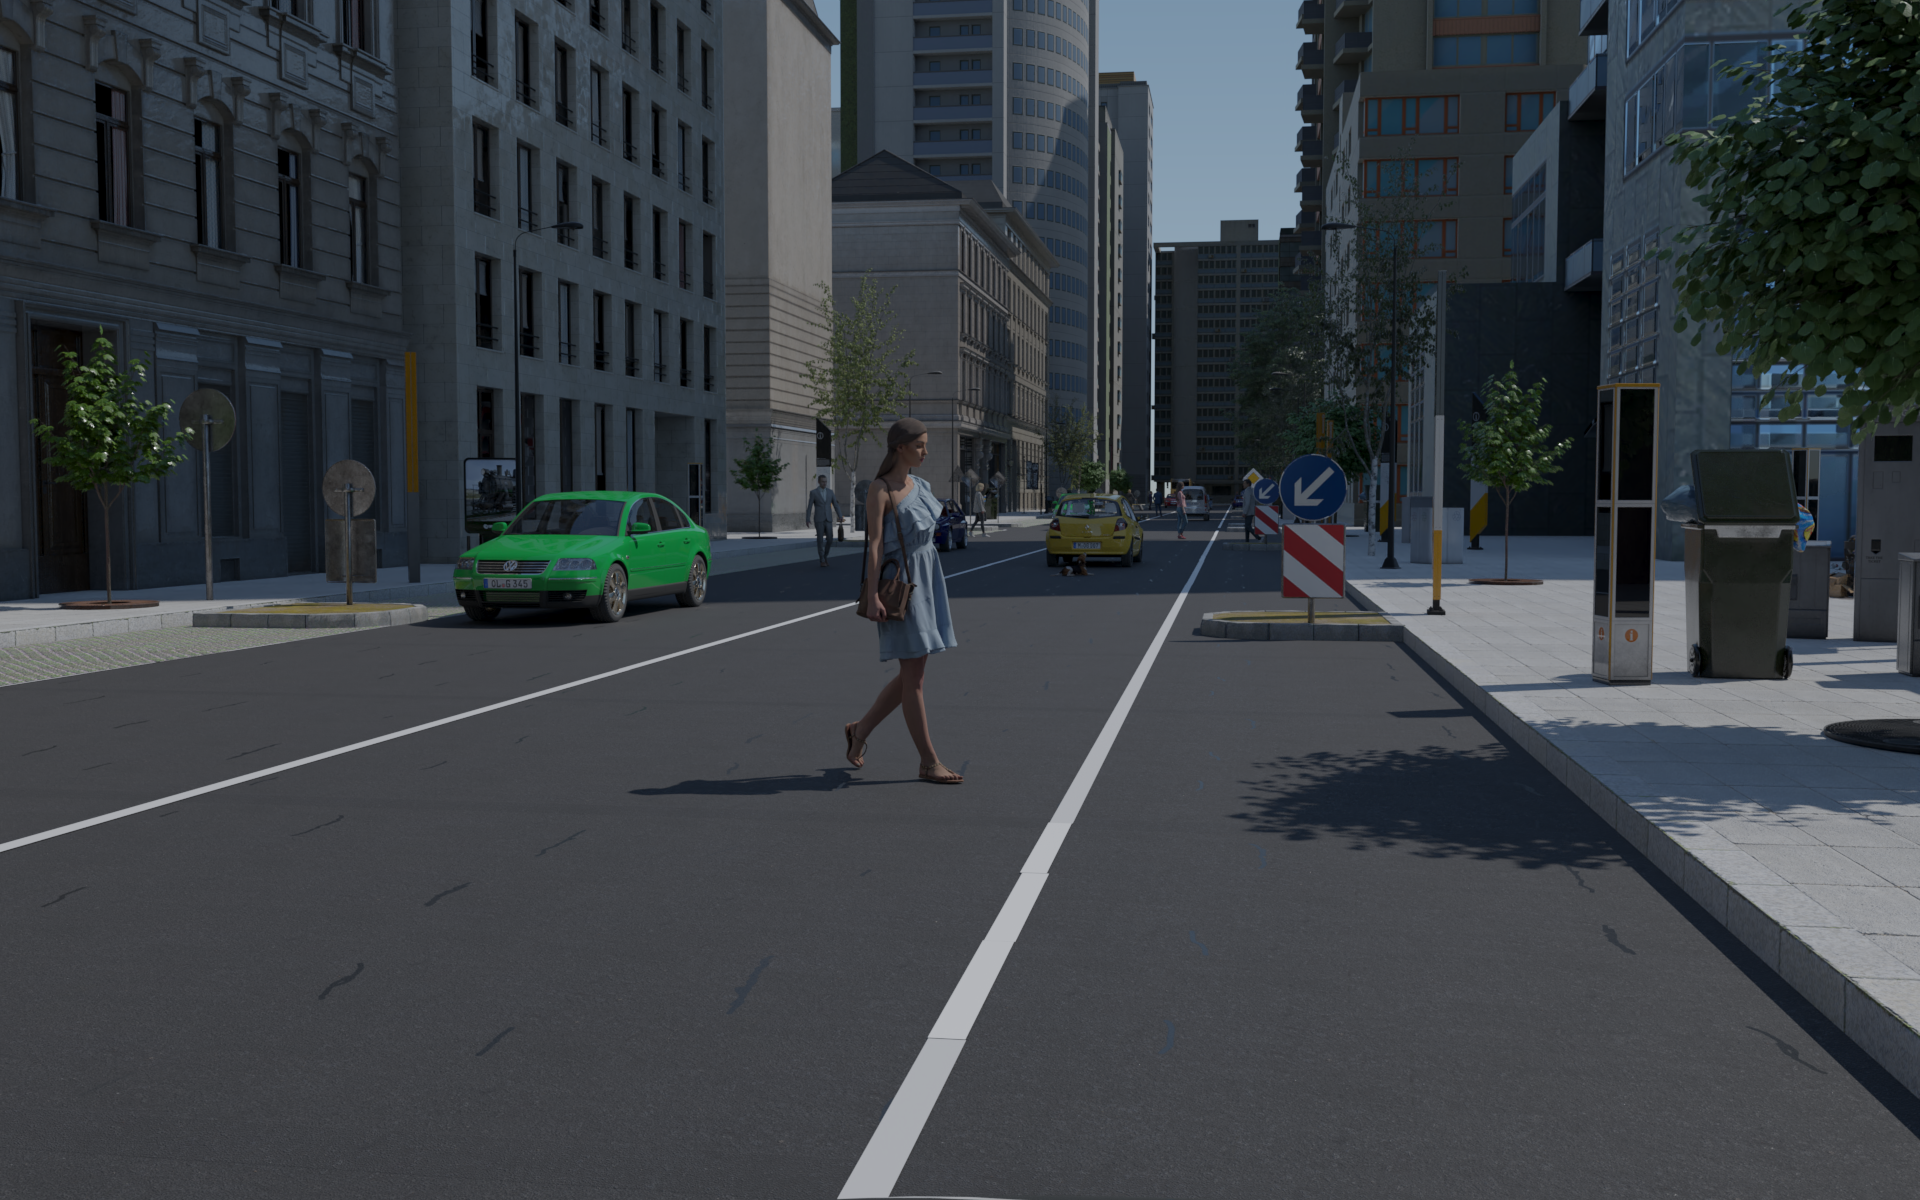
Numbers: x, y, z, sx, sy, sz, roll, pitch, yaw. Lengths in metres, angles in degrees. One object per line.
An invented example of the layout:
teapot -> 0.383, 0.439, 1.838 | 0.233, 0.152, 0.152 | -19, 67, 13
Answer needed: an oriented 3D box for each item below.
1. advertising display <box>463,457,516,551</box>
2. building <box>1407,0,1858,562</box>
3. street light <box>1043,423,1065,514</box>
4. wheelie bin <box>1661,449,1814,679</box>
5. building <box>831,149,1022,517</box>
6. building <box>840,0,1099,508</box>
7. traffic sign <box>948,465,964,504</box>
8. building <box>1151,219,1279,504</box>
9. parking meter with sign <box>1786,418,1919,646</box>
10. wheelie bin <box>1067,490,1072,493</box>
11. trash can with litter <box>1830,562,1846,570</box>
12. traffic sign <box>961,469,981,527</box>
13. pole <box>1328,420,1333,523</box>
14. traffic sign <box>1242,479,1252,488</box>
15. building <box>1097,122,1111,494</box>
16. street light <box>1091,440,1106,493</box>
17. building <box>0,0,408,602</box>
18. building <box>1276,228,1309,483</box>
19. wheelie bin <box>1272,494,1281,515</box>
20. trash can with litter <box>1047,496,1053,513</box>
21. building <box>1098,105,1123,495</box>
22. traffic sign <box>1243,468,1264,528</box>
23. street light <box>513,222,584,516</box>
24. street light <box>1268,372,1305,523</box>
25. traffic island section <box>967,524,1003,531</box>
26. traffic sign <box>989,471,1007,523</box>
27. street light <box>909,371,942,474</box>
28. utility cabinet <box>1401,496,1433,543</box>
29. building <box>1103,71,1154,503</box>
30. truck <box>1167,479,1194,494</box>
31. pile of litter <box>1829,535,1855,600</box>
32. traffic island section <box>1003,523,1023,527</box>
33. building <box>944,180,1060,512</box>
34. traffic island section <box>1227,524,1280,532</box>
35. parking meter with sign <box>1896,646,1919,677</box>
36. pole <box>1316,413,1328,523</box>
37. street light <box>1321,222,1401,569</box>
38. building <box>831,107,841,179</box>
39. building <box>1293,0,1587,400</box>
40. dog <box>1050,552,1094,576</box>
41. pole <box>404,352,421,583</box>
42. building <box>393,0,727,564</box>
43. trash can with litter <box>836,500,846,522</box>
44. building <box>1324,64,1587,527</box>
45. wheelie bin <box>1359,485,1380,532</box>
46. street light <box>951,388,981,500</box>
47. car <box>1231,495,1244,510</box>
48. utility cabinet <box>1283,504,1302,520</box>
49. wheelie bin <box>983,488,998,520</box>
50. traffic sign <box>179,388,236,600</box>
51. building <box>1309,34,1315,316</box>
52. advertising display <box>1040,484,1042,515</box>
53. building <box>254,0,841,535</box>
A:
advertising display -> -8.261, -1.554, 30.625 | 0.974, 1.923, 0.123 | -1, 4, -17
building -> 25.022, -44.738, 44.131 | 22.319, 86.520, 31.000 | 1, 4, 9
street light -> 6.159, -8.575, 112.747 | 1.470, 5.913, 1.316 | 1, 4, 9
wheelie bin -> 5.451, -0.264, 12.224 | 0.980, 1.594, 0.693 | 1, 4, 11
building -> -4.221, -15.163, 98.821 | 10.553, 20.767, 40.483 | 1, 4, 9
building -> 1.574, -38.130, 165.424 | 21.231, 58.520, 28.212 | 1, 4, 9
traffic sign -> -0.102, -4.737, 77.452 | 0.884, 2.594, 0.081 | 1, 4, 14
building -> 39.779, -34.022, 248.141 | 23.993, 40.220, 32.217 | 1, 4, 9
parking meter with sign -> 8.164, -1.149, 15.050 | 1.738, 3.016, 0.543 | 2, 4, 26
wheelie bin -> 7.929, -7.261, 126.630 | 0.693, 1.594, 0.980 | 1, 4, 20
trash can with litter -> 15.609, -1.152, 29.889 | 2.233, 1.210, 1.678 | -2, 4, -32
traffic sign -> 0.414, -3.938, 68.025 | 0.795, 2.450, 0.064 | 1, 4, 9
pole -> 10.229, -3.309, 47.951 | 0.158, 3.312, 0.155 | 0, 3, 0
traffic sign -> 12.480, -4.313, 74.167 | 0.795, 2.450, 0.064 | 1, 4, 9
building -> 8.613, -30.741, 186.213 | 14.154, 41.232, 14.086 | 1, 4, 9
street light -> 11.831, -10.773, 148.681 | 1.470, 5.913, 1.316 | 1, 4, 9
building -> -15.805, -10.587, 22.243 | 9.793, 20.994, 18.267 | 1, 4, 9
building -> 41.563, -25.477, 188.243 | 14.160, 30.474, 14.107 | 1, 4, 9
wheelie bin -> 19.877, -6.160, 108.626 | 0.693, 1.594, 0.980 | 1, 4, 22
trash can with litter -> 6.242, -6.627, 119.735 | 0.624, 1.170, 1.055 | -1, 4, -16
building -> 8.900, -36.139, 214.579 | 21.600, 48.544, 21.300 | 1, 4, 9
traffic sign -> 11.218, -3.831, 66.282 | 0.795, 2.450, 0.064 | 1, 4, 9
street light -> -7.105, -3.500, 29.768 | 1.470, 5.913, 1.316 | 1, 4, 9
street light -> 12.557, -5.717, 66.020 | 1.470, 5.913, 1.316 | 1, 4, 9
traffic island section -> 0.390, -2.802, 68.091 | 2.009, 0.180, 2.903 | 1, 4, 9
traffic sign -> 1.676, -4.420, 75.911 | 0.795, 2.450, 0.064 | 1, 4, 9
street light -> -1.364, -5.697, 65.692 | 1.470, 5.913, 1.316 | 1, 4, 9
utility cabinet -> 12.010, -2.098, 45.462 | 1.020, 1.237, 0.306 | -3, 4, -39
building -> 13.084, -43.093, 246.573 | 28.212, 58.520, 21.231 | 1, 4, 9
truck -> 28.188, -13.755, 220.825 | 3.469, 3.379, 9.791 | 1, 4, 9
pile of litter -> 11.067, -0.477, 21.764 | 1.176, 0.858, 1.719 | 3, 5, 40
traffic island section -> 1.652, -3.284, 75.976 | 2.009, 0.180, 2.903 | 1, 4, 9
building -> -1.805, -18.394, 134.021 | 16.112, 22.955, 30.059 | 1, 4, 9
traffic island section -> 11.243, -2.696, 66.356 | 2.009, 0.180, 2.903 | 1, 4, 9
parking meter with sign -> 7.532, -0.962, 11.996 | 1.738, 3.016, 0.543 | 1, 4, 13
pole -> 9.041, -3.036, 43.483 | 0.158, 3.312, 0.155 | 0, 3, 0
street light -> 6.874, -3.497, 29.713 | 1.470, 5.913, 1.316 | 1, 4, 9
building -> -16.911, -36.598, 217.982 | 30.456, 49.044, 23.786 | 1, 4, 9
building -> 34.953, -28.582, 121.938 | 22.147, 44.769, 28.867 | 1, 4, 9
dog -> 1.966, -0.625, 30.413 | 0.748, 0.427, 0.550 | 1, 4, 12
pole -> -7.905, -1.905, 24.991 | 0.158, 3.312, 0.155 | 0, 3, 0
building -> -12.943, -11.342, 40.201 | 10.420, 20.320, 16.860 | 1, 4, 9
trash can with litter -> -5.655, -4.086, 78.189 | 0.624, 1.170, 1.055 | 2, 4, 34
building -> 32.818, -14.532, 82.636 | 28.899, 21.520, 27.650 | 1, 4, 9
wheelie bin -> 13.999, -3.108, 58.719 | 0.980, 1.594, 0.693 | 0, 4, 1
street light -> 0.209, -6.325, 75.962 | 1.470, 5.913, 1.316 | 1, 4, 9
car -> 25.847, -8.959, 159.055 | 1.945, 1.354, 3.894 | 0, 4, 7
utility cabinet -> 16.600, -4.595, 86.284 | 1.020, 1.237, 0.306 | 3, 5, 40
wheelie bin -> 1.562, -4.842, 87.081 | 0.693, 1.594, 0.980 | 3, 4, 37
traffic sign -> -9.067, -1.269, 20.855 | 0.768, 2.556, 0.104 | 1, 4, 12
building -> 42.626, -44.646, 168.208 | 20.563, 71.187, 20.611 | 1, 4, 9
advertising display -> 5.066, -6.296, 108.149 | 0.123, 1.923, 0.974 | 0, 4, 3
building -> -14.337, -13.095, 63.260 | 18.267, 20.994, 9.793 | 1, 4, 9
